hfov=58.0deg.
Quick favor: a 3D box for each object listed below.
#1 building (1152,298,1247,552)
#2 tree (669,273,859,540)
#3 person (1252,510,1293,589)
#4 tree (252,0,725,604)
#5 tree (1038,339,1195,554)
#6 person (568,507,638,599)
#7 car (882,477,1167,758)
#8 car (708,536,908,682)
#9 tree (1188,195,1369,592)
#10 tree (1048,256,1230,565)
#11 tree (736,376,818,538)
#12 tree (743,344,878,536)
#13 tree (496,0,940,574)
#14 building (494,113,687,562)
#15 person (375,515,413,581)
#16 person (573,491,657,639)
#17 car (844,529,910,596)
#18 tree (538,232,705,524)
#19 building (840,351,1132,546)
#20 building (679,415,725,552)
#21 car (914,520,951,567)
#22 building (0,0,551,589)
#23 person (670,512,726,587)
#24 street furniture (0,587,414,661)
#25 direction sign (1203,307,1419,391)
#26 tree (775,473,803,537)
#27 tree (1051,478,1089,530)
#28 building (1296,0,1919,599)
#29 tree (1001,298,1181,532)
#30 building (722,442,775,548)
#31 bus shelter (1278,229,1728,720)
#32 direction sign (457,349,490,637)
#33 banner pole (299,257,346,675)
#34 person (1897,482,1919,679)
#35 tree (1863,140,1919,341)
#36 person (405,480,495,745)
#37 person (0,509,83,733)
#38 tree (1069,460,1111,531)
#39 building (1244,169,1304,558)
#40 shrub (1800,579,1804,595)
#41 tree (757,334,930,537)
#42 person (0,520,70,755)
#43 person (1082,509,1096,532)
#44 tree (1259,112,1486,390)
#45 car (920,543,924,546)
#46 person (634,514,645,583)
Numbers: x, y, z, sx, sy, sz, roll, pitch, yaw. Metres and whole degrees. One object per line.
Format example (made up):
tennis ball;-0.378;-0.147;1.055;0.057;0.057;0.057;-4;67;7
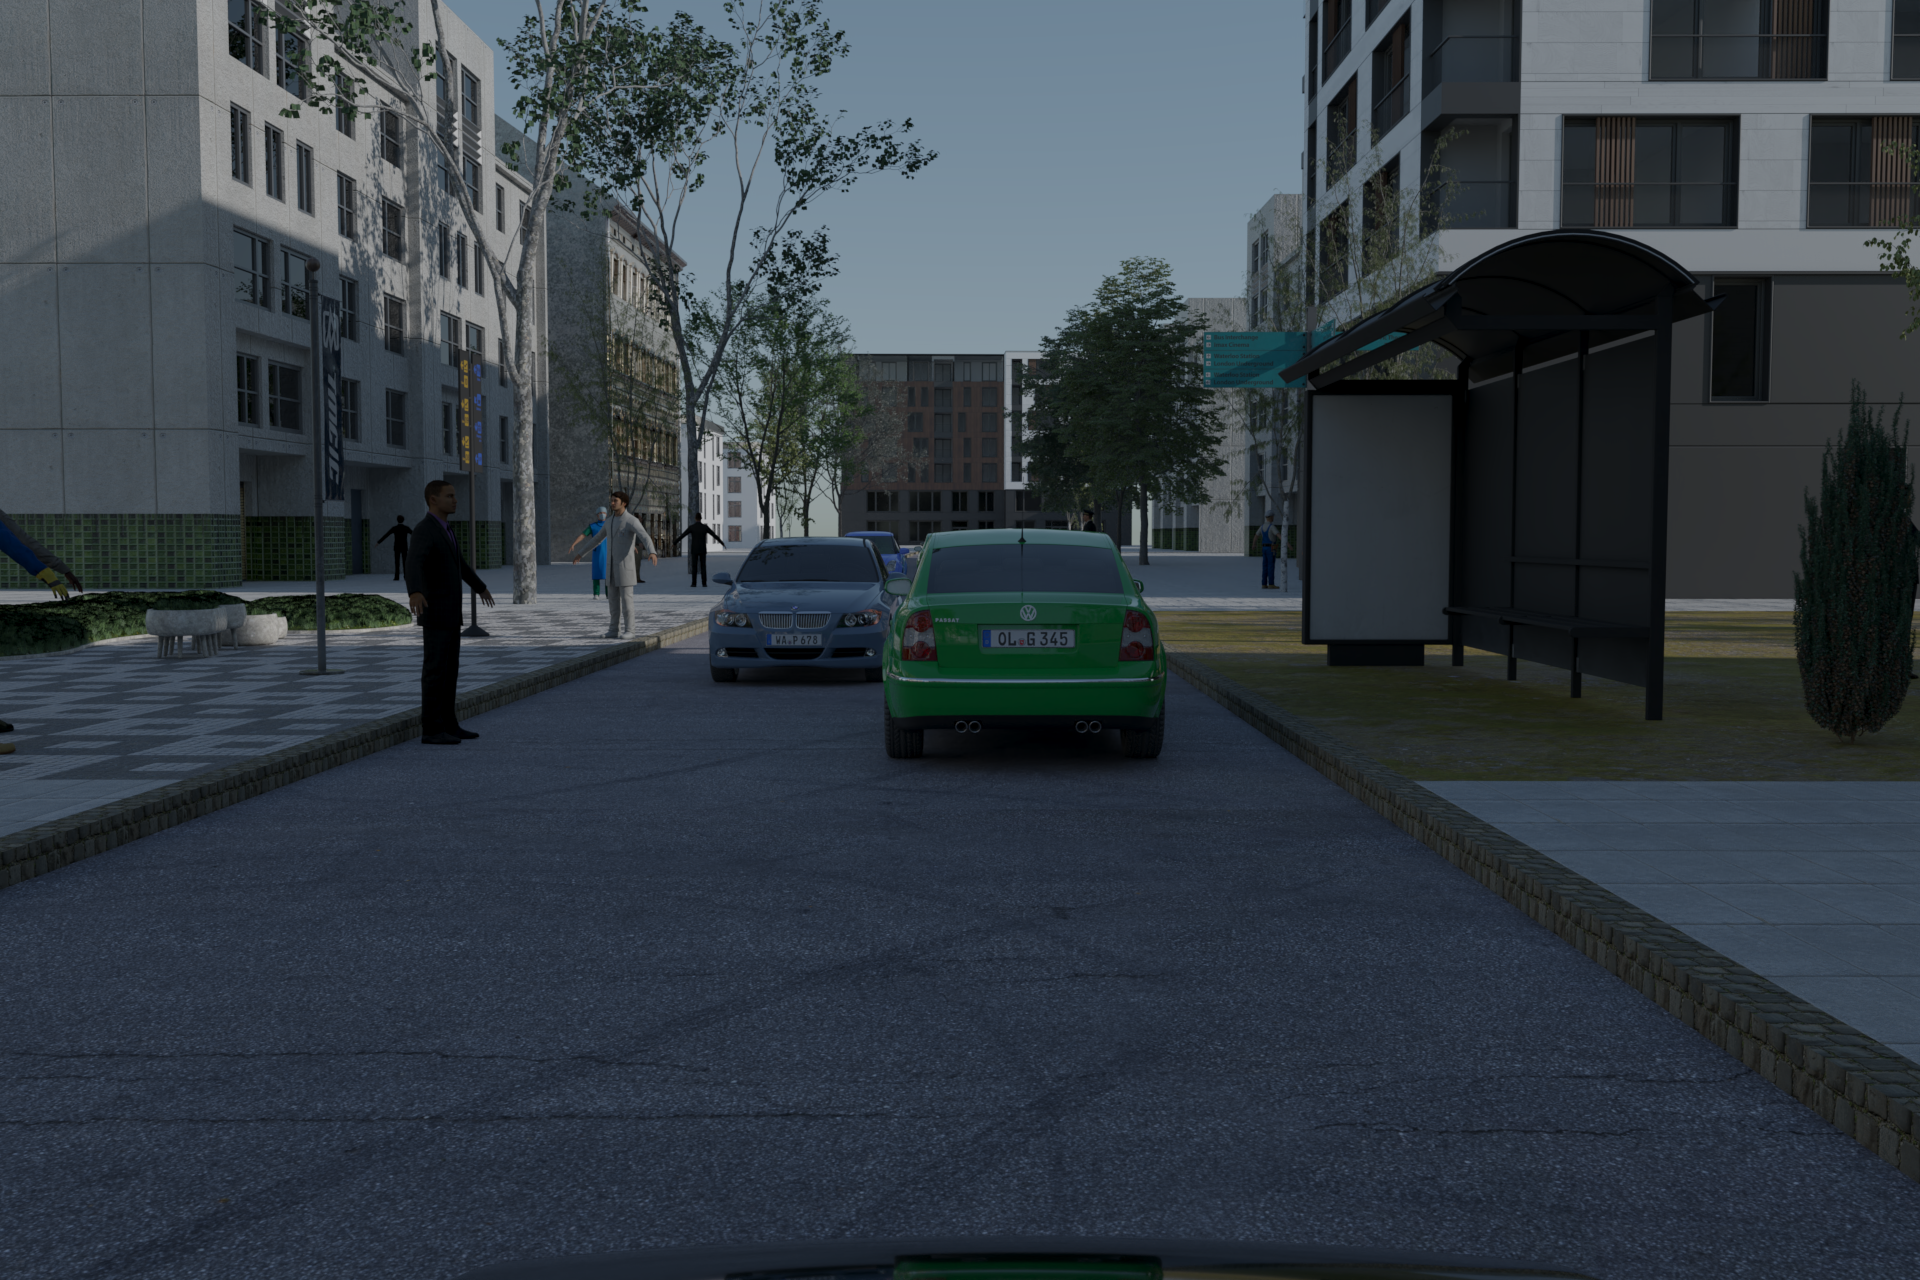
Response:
building;25.440;-16.624;138.258;16.747;18.905;31.486;0;4;0
tree;-7.921;-8.812;69.832;9.928;11.665;9.643;0;3;0
person;7.268;-2.125;40.608;0.705;1.847;1.347;-2;4;-32
tree;-9.179;-10.774;32.045;12.611;20.169;13.585;0;3;0
tree;7.327;-8.988;81.371;8.767;10.594;7.601;2;4;26
person;-7.027;-1.708;34.049;1.347;1.817;0.704;-1;4;-20
car;0.407;-0.223;12.435;1.959;1.807;4.718;0;3;0
car;-1.542;-0.386;18.308;2.014;1.417;4.499;0;3;0
tree;7.176;-5.354;37.901;4.360;8.622;3.978;0;3;0
tree;7.206;-9.383;71.540;7.486;12.596;7.792;0;3;0
tree;-8.106;-7.821;78.241;4.737;8.622;4.395;0;3;0
tree;-8.309;-10.286;93.928;9.928;11.665;9.643;0;3;0
tree;-7.513;-12.105;53.802;12.611;20.169;13.585;0;3;0
building;-25.081;-15.720;87.943;19.493;23.208;18.063;0;4;1
person;-15.406;-2.539;47.705;1.347;1.806;0.705;-2;4;-26
person;-4.196;-0.924;21.291;1.347;1.806;0.705;2;4;32
car;-2.152;-1.933;41.200;1.945;1.707;3.694;0;4;1
tree;-8.209;-5.657;42.848;4.360;8.622;3.978;0;3;0
building;2.429;-21.963;205.528;32.646;21.610;27.936;0;4;-2
building;-22.994;-11.849;135.883;9.099;9.664;28.070;0;4;1
car;-0.275;-2.339;47.043;1.959;1.807;4.718;0;4;-1
building;-25.545;-11.566;55.562;16.747;18.905;31.486;0;4;1
person;-6.318;-2.181;41.889;1.346;1.802;0.704;-1;4;-13
street furniture;-10.347;-0.377;21.791;5.734;0.657;10.072;0;4;-3
direction sign;4.128;-1.904;19.899;2.525;3.948;1.411;0;3;0
tree;-19.735;-15.452;203.005;4.360;8.622;3.978;0;3;0
tree;6.952;-9.985;113.610;4.360;8.622;3.978;0;3;0
building;23.361;-12.585;49.735;27.936;21.610;32.646;0;4;0
tree;7.316;-11.428;93.496;9.857;13.997;8.962;0;3;0
building;-22.718;-14.043;171.746;9.099;9.664;28.070;0;4;1
bus shelter;4.097;-1.246;14.289;2.014;3.302;5.546;0;4;1
direction sign;-6.111;-1.815;21.679;0.379;3.537;0.876;0;4;1
banner pole;-5.850;-1.590;16.019;0.401;3.779;0.863;0;4;2
person;8.435;-0.534;15.452;0.721;1.740;1.216;0;4;-4
tree;16.456;-4.688;27.009;4.737;8.622;4.395;0;3;0
person;-3.548;-0.198;11.927;0.704;1.802;1.346;0;4;5
person;-6.366;-0.305;11.111;1.348;1.813;0.705;0;4;-5
tree;7.784;-9.601;107.334;4.737;8.622;4.395;0;3;0
building;24.685;-13.250;83.102;16.747;18.905;31.486;0;3;0
shrub;11.874;-0.754;23.446;1.383;1.207;1.383;0;3;0
tree;-7.476;-12.009;106.723;12.009;13.543;11.850;0;3;0
person;-5.772;-0.249;10.042;1.349;1.833;0.705;1;4;19
person;2.821;-1.987;38.419;0.705;1.837;1.347;1;4;19
tree;7.651;-4.889;30.299;4.360;8.622;3.978;0;3;0
car;-0.613;-3.780;73.598;2.131;1.459;4.920;0;4;0
person;-8.435;-2.400;45.510;0.705;1.796;1.348;-1;4;-10
